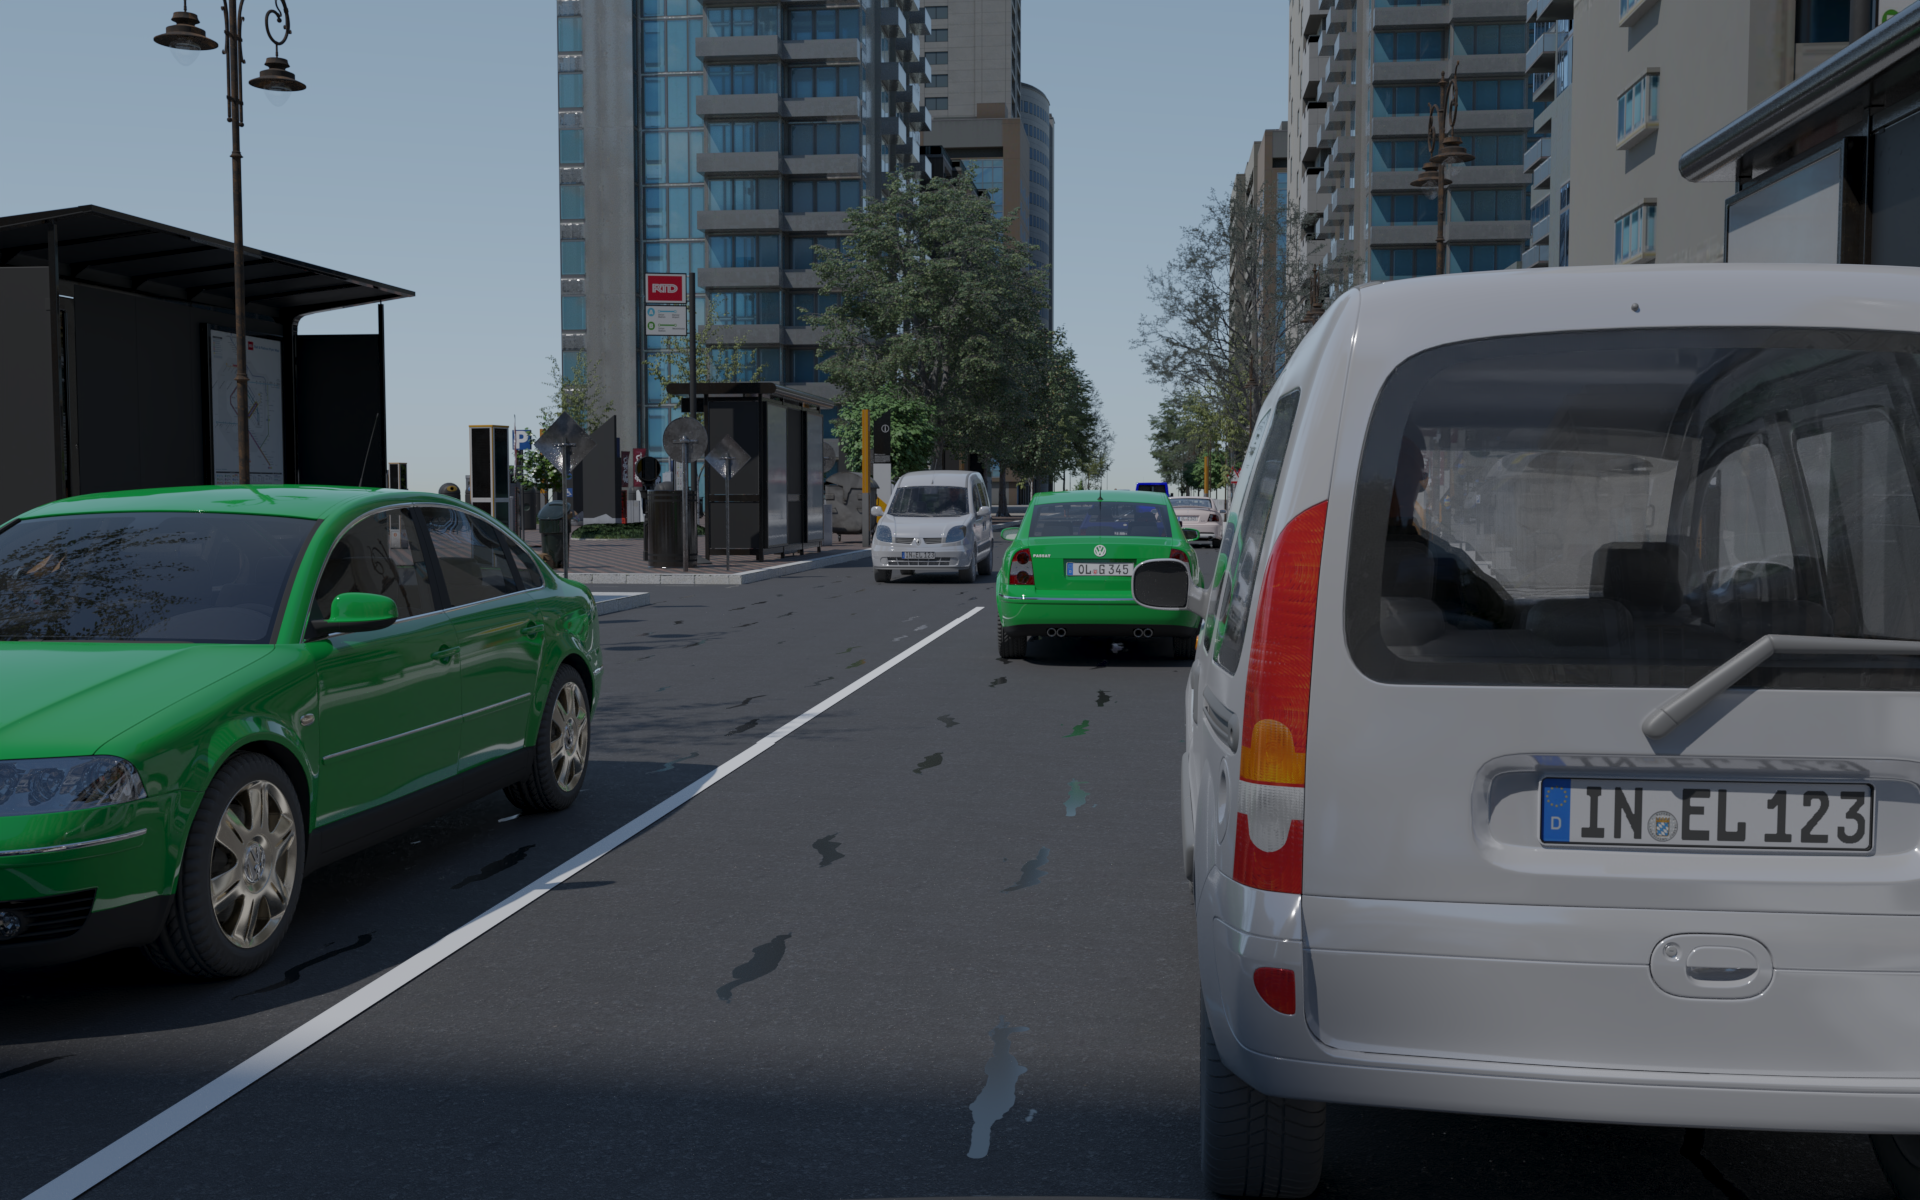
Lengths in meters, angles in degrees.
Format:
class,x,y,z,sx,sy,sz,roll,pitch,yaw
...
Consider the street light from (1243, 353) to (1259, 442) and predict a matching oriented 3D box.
class,x,y,z,sx,sy,sz,roll,pitch,yaw
street light,9.562,-5.153,57.038,0.468,5.910,1.993,0,4,7

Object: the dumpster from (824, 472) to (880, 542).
class,x,y,z,sx,sy,sz,roll,pitch,yaw
dumpster,-2.876,-2.445,45.735,1.264,1.857,1.865,0,4,6

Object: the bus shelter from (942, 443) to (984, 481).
class,x,y,z,sx,sy,sz,roll,pitch,yaw
bus shelter,0.246,-5.195,76.223,1.731,3.624,6.357,0,4,7

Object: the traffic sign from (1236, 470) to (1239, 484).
class,x,y,z,sx,sy,sz,roll,pitch,yaw
traffic sign,14.998,-5.680,92.979,0.768,2.556,0.104,0,4,8

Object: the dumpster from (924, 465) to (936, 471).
class,x,y,z,sx,sy,sz,roll,pitch,yaw
dumpster,-1.317,-3.355,57.342,1.502,2.255,1.985,0,4,6

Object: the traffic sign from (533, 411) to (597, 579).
class,x,y,z,sx,sy,sz,roll,pitch,yaw
traffic sign,-4.803,-1.066,21.076,0.795,2.450,0.064,0,4,7

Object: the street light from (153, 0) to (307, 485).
class,x,y,z,sx,sy,sz,roll,pitch,yaw
street light,-5.975,-2.543,14.371,0.468,5.910,1.993,0,4,7

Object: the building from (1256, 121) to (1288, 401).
class,x,y,z,sx,sy,sz,roll,pitch,yaw
building,42.952,-34.123,208.029,14.600,45.320,14.200,0,4,7

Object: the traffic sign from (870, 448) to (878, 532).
class,x,y,z,sx,sy,sz,roll,pitch,yaw
traffic sign,-2.324,-2.924,47.915,0.768,2.556,0.104,1,4,12

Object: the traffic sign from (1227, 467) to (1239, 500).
class,x,y,z,sx,sy,sz,roll,pitch,yaw
traffic sign,12.721,-4.941,80.790,0.884,2.594,0.081,1,4,9

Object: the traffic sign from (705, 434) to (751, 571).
class,x,y,z,sx,sy,sz,roll,pitch,yaw
traffic sign,-3.892,-1.551,29.009,0.795,2.450,0.064,0,4,7

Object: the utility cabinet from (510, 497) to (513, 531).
class,x,y,z,sx,sy,sz,roll,pitch,yaw
utility cabinet,-10.792,-1.809,40.731,0.306,1.237,1.020,-2,4,-31

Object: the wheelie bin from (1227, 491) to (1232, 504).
class,x,y,z,sx,sy,sz,roll,pitch,yaw
wheelie bin,15.917,-5.689,100.928,0.693,1.594,0.980,0,4,3

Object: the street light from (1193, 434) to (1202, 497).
class,x,y,z,sx,sy,sz,roll,pitch,yaw
street light,18.282,-9.761,132.386,0.468,5.910,1.993,0,4,7

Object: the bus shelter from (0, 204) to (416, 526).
class,x,y,z,sx,sy,sz,roll,pitch,yaw
bus shelter,-7.532,-1.589,17.267,1.731,3.624,6.357,0,4,7

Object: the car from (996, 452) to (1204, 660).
class,x,y,z,sx,sy,sz,roll,pitch,yaw
car,1.328,-0.467,16.427,1.959,1.807,4.718,0,4,5

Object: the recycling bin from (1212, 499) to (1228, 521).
class,x,y,z,sx,sy,sz,roll,pitch,yaw
recycling bin,12.251,-4.215,81.477,0.722,1.027,0.722,2,4,32

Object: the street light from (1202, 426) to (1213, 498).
class,x,y,z,sx,sy,sz,roll,pitch,yaw
street light,15.684,-8.349,109.299,0.468,5.910,1.993,0,4,7

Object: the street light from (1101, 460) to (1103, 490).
class,x,y,z,sx,sy,sz,roll,pitch,yaw
street light,19.054,-15.920,233.074,0.468,5.910,1.993,0,4,7

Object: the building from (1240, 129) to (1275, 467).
class,x,y,z,sx,sy,sz,roll,pitch,yaw
building,48.264,-36.800,225.387,21.300,48.544,21.600,0,4,7

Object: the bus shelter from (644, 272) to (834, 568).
class,x,y,z,sx,sy,sz,roll,pitch,yaw
bus shelter,-4.337,-3.448,34.014,2.179,5.291,8.768,0,4,6

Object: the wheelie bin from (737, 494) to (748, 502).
class,x,y,z,sx,sy,sz,roll,pitch,yaw
wheelie bin,-13.216,-5.983,105.731,0.693,1.594,0.980,-3,5,-42

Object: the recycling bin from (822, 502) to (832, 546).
class,x,y,z,sx,sy,sz,roll,pitch,yaw
recycling bin,-3.637,-1.843,42.694,0.722,1.027,0.722,3,4,37

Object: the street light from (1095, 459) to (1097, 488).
class,x,y,z,sx,sy,sz,roll,pitch,yaw
street light,16.488,-14.568,210.975,0.468,5.910,1.993,0,4,7

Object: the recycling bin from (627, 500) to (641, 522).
class,x,y,z,sx,sy,sz,roll,pitch,yaw
recycling bin,-12.946,-3.398,68.115,0.722,1.027,0.722,-1,4,-13

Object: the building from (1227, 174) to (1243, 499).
class,x,y,z,sx,sy,sz,roll,pitch,yaw
building,49.551,-38.139,247.270,21.300,48.544,21.600,0,4,7

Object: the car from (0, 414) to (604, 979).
class,x,y,z,sx,sy,sz,roll,pitch,yaw
car,-2.800,0.134,6.601,1.959,1.807,4.718,0,4,7

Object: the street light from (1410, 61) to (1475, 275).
class,x,y,z,sx,sy,sz,roll,pitch,yaw
street light,5.274,-2.832,19.091,0.468,5.910,1.993,0,4,7

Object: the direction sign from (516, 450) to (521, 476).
class,x,y,z,sx,sy,sz,roll,pitch,yaw
direction sign,-21.353,-5.623,83.933,0.379,3.537,0.876,0,4,6

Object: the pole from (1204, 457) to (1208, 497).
class,x,y,z,sx,sy,sz,roll,pitch,yaw
pole,13.417,-6.147,94.343,0.158,3.312,0.155,0,3,0

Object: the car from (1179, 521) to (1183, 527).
class,x,y,z,sx,sy,sz,roll,pitch,yaw
car,2.903,-1.076,30.173,1.945,1.354,3.894,0,4,6

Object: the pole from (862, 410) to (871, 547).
class,x,y,z,sx,sy,sz,roll,pitch,yaw
pole,-2.266,-2.940,41.906,0.158,3.312,0.155,0,3,0

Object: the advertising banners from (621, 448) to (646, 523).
class,x,y,z,sx,sy,sz,roll,pitch,yaw
advertising banners,-12.946,-4.265,65.926,2.074,3.025,0.090,0,4,4

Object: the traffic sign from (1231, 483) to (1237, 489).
class,x,y,z,sx,sy,sz,roll,pitch,yaw
traffic sign,15.451,-5.934,97.127,0.768,2.556,0.104,0,4,7

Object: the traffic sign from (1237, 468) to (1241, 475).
class,x,y,z,sx,sy,sz,roll,pitch,yaw
traffic sign,14.026,-5.300,86.660,0.884,2.594,0.081,1,4,14

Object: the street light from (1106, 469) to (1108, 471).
class,x,y,z,sx,sy,sz,roll,pitch,yaw
street light,21.690,-17.277,255.270,0.468,5.910,1.993,0,4,7

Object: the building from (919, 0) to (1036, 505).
class,x,y,z,sx,sy,sz,roll,pitch,yaw
building,-0.617,-47.843,220.491,20.563,71.187,20.611,0,4,7

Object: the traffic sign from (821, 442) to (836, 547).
class,x,y,z,sx,sy,sz,roll,pitch,yaw
traffic sign,-3.385,-2.555,41.883,0.768,2.556,0.104,1,4,10

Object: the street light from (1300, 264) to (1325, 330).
class,x,y,z,sx,sy,sz,roll,pitch,yaw
street light,7.122,-3.800,34.925,0.468,5.910,1.993,0,4,7

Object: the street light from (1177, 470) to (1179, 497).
class,x,y,z,sx,sy,sz,roll,pitch,yaw
street light,30.378,-16.210,237.828,0.468,5.910,1.993,0,4,7

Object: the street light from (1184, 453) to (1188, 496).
class,x,y,z,sx,sy,sz,roll,pitch,yaw
street light,23.580,-12.561,178.153,0.468,5.910,1.993,0,4,7

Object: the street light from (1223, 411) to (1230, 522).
class,x,y,z,sx,sy,sz,roll,pitch,yaw
street light,12.152,-6.504,79.134,0.468,5.910,1.993,0,4,7

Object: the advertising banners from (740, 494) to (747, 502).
class,x,y,z,sx,sy,sz,roll,pitch,yaw
advertising banners,-10.010,-5.330,83.332,0.090,3.025,2.074,-3,4,-39

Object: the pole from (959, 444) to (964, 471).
class,x,y,z,sx,sy,sz,roll,pitch,yaw
pole,0.072,-4.697,70.637,0.158,3.312,0.155,0,3,0

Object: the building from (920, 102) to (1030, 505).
class,x,y,z,sx,sy,sz,roll,pitch,yaw
building,0.683,-33.802,202.774,14.600,45.320,14.200,0,4,7

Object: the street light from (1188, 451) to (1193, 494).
class,x,y,z,sx,sy,sz,roll,pitch,yaw
street light,21.008,-11.175,155.497,0.468,5.910,1.993,0,4,7

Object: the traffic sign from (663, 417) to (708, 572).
class,x,y,z,sx,sy,sz,roll,pitch,yaw
traffic sign,-4.533,-1.739,28.536,0.768,2.556,0.104,0,4,8

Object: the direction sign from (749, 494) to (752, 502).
class,x,y,z,sx,sy,sz,roll,pitch,yaw
direction sign,-5.036,-3.039,41.677,0.379,3.537,0.876,1,4,8

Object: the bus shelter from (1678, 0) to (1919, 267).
class,x,y,z,sx,sy,sz,roll,pitch,yaw
bus shelter,5.232,-1.906,8.797,2.179,5.291,8.768,0,4,7

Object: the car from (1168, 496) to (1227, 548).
class,x,y,z,sx,sy,sz,roll,pitch,yaw
car,6.272,-2.152,47.550,2.083,1.381,4.827,0,4,8

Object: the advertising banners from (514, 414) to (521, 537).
class,x,y,z,sx,sy,sz,roll,pitch,yaw
advertising banners,-9.994,-2.621,39.045,0.090,3.025,2.074,-1,4,-12

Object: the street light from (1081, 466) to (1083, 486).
class,x,y,z,sx,sy,sz,roll,pitch,yaw
street light,12.157,-12.209,172.404,0.468,5.910,1.993,0,4,7

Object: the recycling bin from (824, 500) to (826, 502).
class,x,y,z,sx,sy,sz,roll,pitch,yaw
recycling bin,-5.862,-3.719,73.359,0.722,1.027,0.722,0,4,-6

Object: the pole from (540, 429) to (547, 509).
class,x,y,z,sx,sy,sz,roll,pitch,yaw
pole,-13.004,-3.686,54.102,0.158,3.312,0.155,0,3,0
